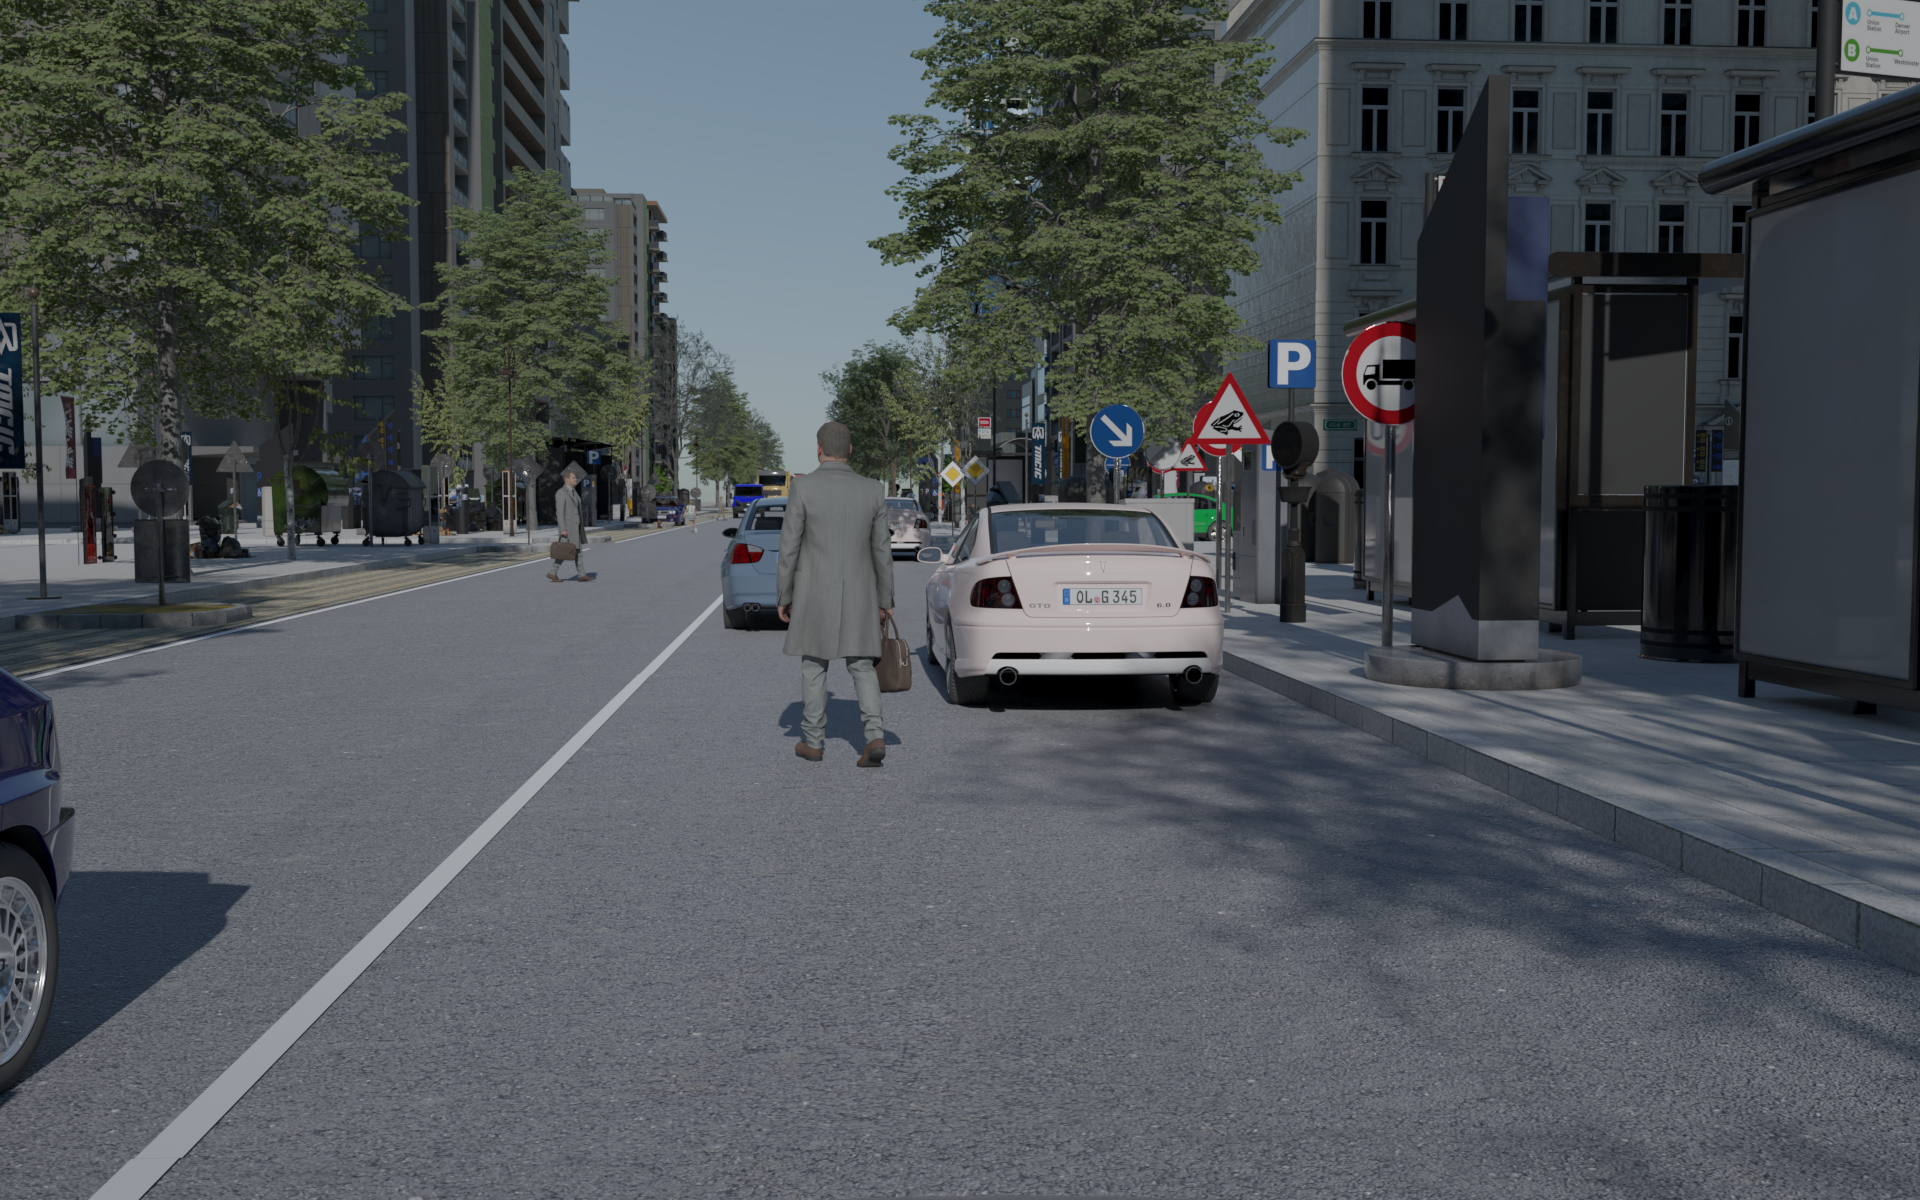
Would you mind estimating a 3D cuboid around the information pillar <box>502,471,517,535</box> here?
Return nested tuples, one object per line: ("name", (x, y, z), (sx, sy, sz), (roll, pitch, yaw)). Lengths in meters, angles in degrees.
("information pillar", (-14.286, -3.085, 54.925), (0.304, 2.012, 0.304), (2, 4, 34))

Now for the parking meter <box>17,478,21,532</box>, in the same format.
("parking meter", (-32.134, -3.251, 58.857), (0.255, 1.863, 0.399), (-1, 4, -13))

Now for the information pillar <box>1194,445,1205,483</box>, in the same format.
("information pillar", (9.500, -4.736, 68.788), (0.183, 3.616, 0.504), (-3, 4, -38))

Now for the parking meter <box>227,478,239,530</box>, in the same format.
("parking meter", (-26.268, -3.480, 62.606), (0.399, 1.863, 0.255), (-2, 4, -27))

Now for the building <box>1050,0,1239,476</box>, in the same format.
("building", (17.092, -43.469, 148.972), (20.563, 71.187, 20.611), (0, 4, -4))

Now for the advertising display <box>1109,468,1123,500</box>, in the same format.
("advertising display", (3.880, -2.304, 42.891), (0.123, 1.923, 0.974), (1, 4, 22))

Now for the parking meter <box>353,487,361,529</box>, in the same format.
("parking meter", (-22.469, -3.433, 64.537), (0.372, 1.533, 0.369), (0, 3, 0))

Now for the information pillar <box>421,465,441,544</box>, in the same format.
("information pillar", (-13.546, -2.436, 44.314), (0.304, 2.012, 0.304), (2, 4, 35))

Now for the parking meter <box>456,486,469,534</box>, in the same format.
("parking meter", (-15.891, -2.867, 55.281), (0.372, 1.533, 0.369), (0, 3, 0))

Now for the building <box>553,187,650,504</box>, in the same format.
("building", (-48.900, -33.336, 228.644), (14.154, 41.232, 14.086), (0, 4, -4))

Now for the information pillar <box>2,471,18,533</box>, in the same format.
("information pillar", (-30.954, -3.177, 56.442), (0.304, 2.012, 0.304), (1, 4, 11))

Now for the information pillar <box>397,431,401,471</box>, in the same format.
("information pillar", (-20.898, -4.457, 64.229), (0.183, 3.616, 0.504), (1, 4, 19))

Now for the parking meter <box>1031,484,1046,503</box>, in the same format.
("parking meter", (2.021, -2.228, 44.831), (0.372, 1.533, 0.369), (0, 3, 0))

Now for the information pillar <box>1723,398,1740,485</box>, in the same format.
("information pillar", (18.831, -3.114, 42.268), (0.183, 3.616, 0.504), (-2, 4, -27))

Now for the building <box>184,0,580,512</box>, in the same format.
("building", (-50.851, -34.866, 159.299), (28.713, 52.752, 27.495), (0, 4, -4))

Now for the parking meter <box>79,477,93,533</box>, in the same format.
("parking meter", (-29.141, -3.184, 57.774), (0.399, 1.863, 0.255), (1, 4, 22))

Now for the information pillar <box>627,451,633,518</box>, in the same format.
("information pillar", (-18.078, -6.323, 94.734), (0.183, 3.616, 0.504), (-2, 4, -34))

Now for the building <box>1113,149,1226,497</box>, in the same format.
("building", (14.805, -15.778, 108.886), (10.553, 20.767, 40.483), (0, 4, -4))

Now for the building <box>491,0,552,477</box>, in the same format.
("building", (-44.589, -31.293, 135.335), (21.300, 48.544, 21.600), (0, 4, -4))

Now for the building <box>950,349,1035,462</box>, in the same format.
("building", (13.446, -24.393, 243.866), (27.650, 21.520, 28.899), (0, 4, -4))

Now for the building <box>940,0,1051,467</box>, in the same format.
("building", (9.064, -58.646, 271.527), (22.319, 86.520, 31.000), (0, 4, -4))

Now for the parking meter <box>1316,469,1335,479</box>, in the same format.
("parking meter", (8.436, -2.102, 40.072), (0.399, 1.863, 0.255), (3, 5, 42))

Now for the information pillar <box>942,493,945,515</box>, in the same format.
("information pillar", (-1.067, -5.965, 102.013), (0.304, 2.012, 0.304), (1, 4, 11))

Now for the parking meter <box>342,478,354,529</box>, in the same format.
("parking meter", (-22.312, -3.508, 63.064), (0.255, 1.863, 0.399), (1, 4, 16))

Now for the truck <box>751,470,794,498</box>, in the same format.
("truck", (-15.319, -9.003, 143.120), (3.469, 3.379, 9.791), (0, 4, -3))

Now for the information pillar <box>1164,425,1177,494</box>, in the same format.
("information pillar", (6.931, -4.031, 57.267), (0.504, 3.616, 0.183), (2, 4, 32))

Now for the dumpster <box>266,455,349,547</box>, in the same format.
("dumpster", (-16.127, -2.468, 42.845), (1.502, 2.255, 1.985), (0, 4, -5))

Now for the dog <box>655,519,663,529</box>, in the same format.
("dog", (-12.376, -3.099, 70.869), (0.550, 0.427, 0.748), (2, 4, 26))

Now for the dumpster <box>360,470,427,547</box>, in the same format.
("dumpster", (-14.031, -2.270, 42.866), (1.264, 1.857, 1.865), (0, 4, -4))

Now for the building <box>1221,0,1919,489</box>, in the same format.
("building", (34.633, -18.362, 76.640), (44.131, 29.872, 17.030), (0, 4, -4))

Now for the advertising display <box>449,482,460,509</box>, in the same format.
("advertising display", (-27.248, -5.330, 92.357), (0.123, 1.923, 0.974), (2, 4, 32))

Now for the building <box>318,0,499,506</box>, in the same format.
("building", (-39.210, -26.382, 114.937), (14.154, 41.232, 14.086), (0, 4, -4))

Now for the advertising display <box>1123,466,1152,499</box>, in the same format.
("advertising display", (4.125, -2.120, 39.874), (0.123, 1.923, 0.974), (-2, 4, -24))

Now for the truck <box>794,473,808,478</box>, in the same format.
("truck", (-21.279, -15.096, 235.735), (2.839, 4.237, 11.283), (0, 4, -3))

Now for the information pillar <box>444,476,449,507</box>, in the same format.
("information pillar", (-20.626, -3.958, 69.212), (0.304, 2.012, 0.304), (2, 4, 23))

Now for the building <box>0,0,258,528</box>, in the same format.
("building", (-42.975, -29.728, 75.284), (28.713, 52.752, 27.495), (0, 4, -4))

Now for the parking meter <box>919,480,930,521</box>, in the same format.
("parking meter", (-1.407, -3.905, 69.559), (0.399, 1.863, 0.255), (-3, 5, -41))

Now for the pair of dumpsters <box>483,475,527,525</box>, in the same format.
("pair of dumpsters", (-18.982, -4.308, 72.924), (1.574, 2.255, 4.437), (0, 4, -5))

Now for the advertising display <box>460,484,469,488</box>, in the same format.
("advertising display", (-31.157, -6.293, 108.106), (0.974, 1.923, 0.123), (-1, 4, -20))

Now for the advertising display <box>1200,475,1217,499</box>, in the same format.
("advertising display", (8.666, -3.360, 60.151), (0.974, 1.923, 0.123), (-3, 5, -43))

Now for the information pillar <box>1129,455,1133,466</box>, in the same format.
("information pillar", (9.551, -6.449, 96.793), (0.183, 3.616, 0.504), (-1, 4, -9))

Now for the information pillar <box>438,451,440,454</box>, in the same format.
("information pillar", (-28.201, -6.276, 93.961), (0.183, 3.616, 0.504), (-2, 4, -32))

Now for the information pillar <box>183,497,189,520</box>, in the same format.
("information pillar", (-28.583, -3.622, 63.708), (0.304, 2.012, 0.304), (0, 3, 0))

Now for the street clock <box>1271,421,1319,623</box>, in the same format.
("street clock", (3.328, -0.776, 17.258), (0.358, 2.002, 0.471), (-2, 4, -31))

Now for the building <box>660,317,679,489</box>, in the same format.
("building", (-52.008, -30.635, 272.585), (14.160, 30.474, 14.107), (0, 4, -4))

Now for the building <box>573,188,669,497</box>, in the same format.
("building", (-53.907, -36.445, 250.491), (22.147, 44.769, 28.867), (0, 4, -4))
